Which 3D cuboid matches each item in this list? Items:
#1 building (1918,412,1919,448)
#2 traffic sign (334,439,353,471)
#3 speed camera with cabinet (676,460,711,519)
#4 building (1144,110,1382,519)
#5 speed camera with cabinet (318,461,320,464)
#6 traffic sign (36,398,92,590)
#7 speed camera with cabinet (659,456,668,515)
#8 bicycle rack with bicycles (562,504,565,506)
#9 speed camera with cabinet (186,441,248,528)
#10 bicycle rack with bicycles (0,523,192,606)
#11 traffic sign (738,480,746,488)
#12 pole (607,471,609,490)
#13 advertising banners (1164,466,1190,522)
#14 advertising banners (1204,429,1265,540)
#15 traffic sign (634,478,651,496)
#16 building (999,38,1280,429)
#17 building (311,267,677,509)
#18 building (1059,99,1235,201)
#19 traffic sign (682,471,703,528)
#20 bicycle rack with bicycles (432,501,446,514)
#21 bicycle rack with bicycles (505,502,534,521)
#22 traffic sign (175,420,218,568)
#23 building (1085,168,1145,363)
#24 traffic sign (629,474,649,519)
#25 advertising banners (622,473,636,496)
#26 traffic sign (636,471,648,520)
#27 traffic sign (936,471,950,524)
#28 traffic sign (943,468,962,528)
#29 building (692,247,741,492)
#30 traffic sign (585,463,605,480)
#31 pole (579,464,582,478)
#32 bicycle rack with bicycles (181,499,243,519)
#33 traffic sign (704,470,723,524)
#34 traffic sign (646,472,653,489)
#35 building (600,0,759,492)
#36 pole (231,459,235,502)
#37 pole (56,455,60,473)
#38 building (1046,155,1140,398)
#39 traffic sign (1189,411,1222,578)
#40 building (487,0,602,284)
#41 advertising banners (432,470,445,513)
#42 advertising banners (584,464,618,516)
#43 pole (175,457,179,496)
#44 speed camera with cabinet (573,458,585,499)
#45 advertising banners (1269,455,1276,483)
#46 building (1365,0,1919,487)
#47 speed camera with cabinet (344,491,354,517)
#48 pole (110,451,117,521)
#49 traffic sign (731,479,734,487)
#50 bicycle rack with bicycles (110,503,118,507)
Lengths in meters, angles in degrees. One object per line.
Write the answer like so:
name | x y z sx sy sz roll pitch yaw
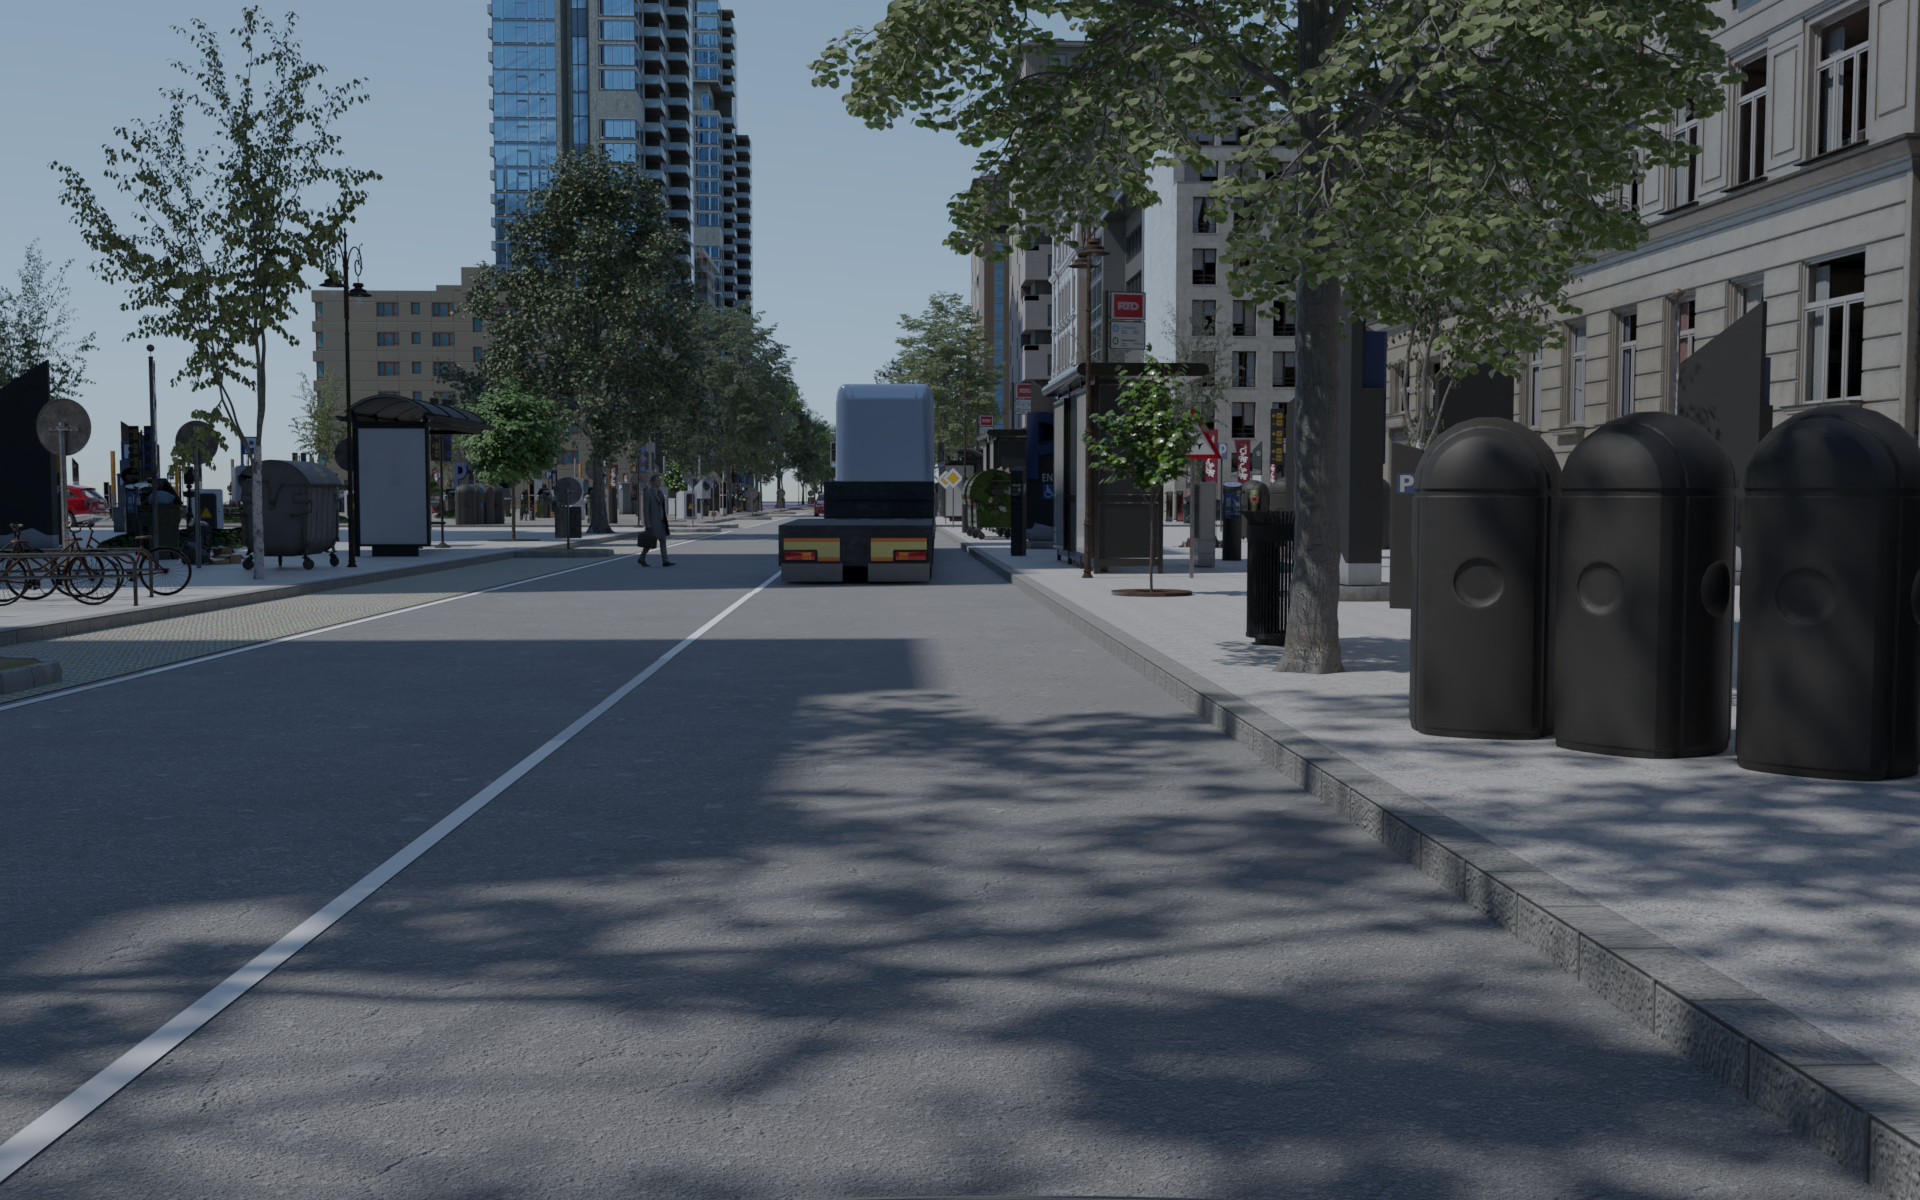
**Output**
building | 37.705 -16.713 91.279 19.932 24.808 12.078 0 4 -3
traffic sign | -13.767 -2.387 39.141 0.768 2.556 0.104 0 4 6
speed camera with cabinet | -13.619 -5.763 88.563 0.660 3.252 2.038 2 4 33
building | 18.702 -14.391 90.042 16.860 20.320 10.420 0 4 -3
speed camera with cabinet | -38.457 -6.669 103.377 0.660 3.252 2.038 -1 4 -22
traffic sign | -11.905 -1.401 23.012 0.768 2.556 0.104 0 4 5
speed camera with cabinet | -15.910 -5.905 90.886 0.660 3.252 2.038 -2 4 -28
bicycle rack with bicycles | -25.529 -5.932 110.366 2.852 0.926 2.925 3 4 36
speed camera with cabinet | -23.684 -3.746 55.576 2.038 3.252 0.660 -3 4 -36
bicycle rack with bicycles | -10.774 -0.432 20.451 2.925 0.926 2.852 -1 4 -18
traffic sign | -18.499 -8.943 146.318 0.768 2.556 0.104 0 4 2
pole | -20.363 -6.508 100.245 0.158 3.312 0.155 0 3 0
advertising banners | 10.186 -5.151 80.404 2.074 3.025 0.090 -3 5 -44
advertising banners | 7.293 -3.066 46.318 0.090 3.025 2.074 -3 5 -44
traffic sign | -16.050 -5.355 87.561 0.884 2.594 0.081 0 4 6
building | 20.025 -37.364 200.143 28.713 52.752 27.495 0 4 -3
building | -41.674 -19.379 161.882 27.650 21.520 28.899 0 4 -3
building | 22.776 -29.538 174.833 32.217 40.220 23.993 0 4 -3
traffic sign | -10.096 -3.780 65.444 0.795 2.450 0.064 0 4 -3
bicycle rack with bicycles | -36.346 -6.481 119.341 2.925 0.926 2.852 -1 4 -9
bicycle rack with bicycles | -21.447 -4.277 83.316 2.852 0.926 2.925 0 4 -4
traffic sign | -13.176 -1.823 29.908 0.768 2.556 0.104 0 4 3
building | 16.982 -18.078 114.645 14.314 24.678 30.058 0 4 -3
traffic sign | -14.202 -4.686 76.627 0.884 2.594 0.081 0 4 5
advertising banners | -26.518 -8.845 140.809 2.074 3.025 0.090 1 4 17
traffic sign | -15.576 -5.157 84.419 0.768 2.556 0.104 0 4 3
traffic sign | -0.612 -4.293 73.832 0.795 2.450 0.064 0 4 -3
traffic sign | -0.261 -3.805 65.855 0.795 2.450 0.064 0 4 -3
building | -48.674 -34.349 253.484 32.217 40.220 23.993 0 4 -3
traffic sign | -13.617 -3.947 64.634 0.768 2.556 0.104 0 4 5
pole | -25.647 -7.535 117.041 0.158 3.312 0.155 0 3 0
bicycle rack with bicycles | -36.567 -4.365 84.757 2.925 0.926 2.852 3 4 39
traffic sign | -10.448 -4.268 73.421 0.795 2.450 0.064 0 4 -3
traffic sign | -15.950 -5.360 88.820 0.795 2.450 0.064 0 3 0
building | -43.766 -59.211 280.768 22.319 86.520 31.000 0 4 -3
pole | -42.277 -6.537 100.727 0.158 3.312 0.155 0 3 0
pole | -23.420 -3.137 45.133 0.158 3.312 0.155 0 3 0
building | 14.505 -21.631 139.576 13.634 28.700 20.117 0 4 -3
traffic sign | 3.528 -1.609 26.316 0.884 2.594 0.081 0 4 5
building | -39.818 -53.659 190.003 22.319 86.520 31.000 0 4 -3
advertising banners | -37.924 -8.029 127.462 2.074 3.025 0.090 1 4 17
advertising banners | -21.224 -6.496 102.392 2.074 3.025 0.090 0 4 2
pole | -42.845 -6.172 94.749 0.158 3.312 0.155 0 3 0
speed camera with cabinet | -20.947 -6.161 95.068 0.660 3.252 2.038 -1 4 -10
advertising banners | 9.830 -3.635 55.622 2.074 3.025 0.090 1 4 17
building | 21.020 -12.666 40.367 16.112 22.955 30.059 0 4 -3
speed camera with cabinet | -29.964 -5.689 87.350 2.038 3.252 0.660 0 4 4
pole | -39.950 -5.377 81.750 0.158 3.312 0.155 0 3 0
traffic sign | -18.238 -8.355 136.703 0.768 2.556 0.104 0 4 1
bicycle rack with bicycles | -63.149 -7.037 128.444 2.852 0.926 2.925 2 4 33
